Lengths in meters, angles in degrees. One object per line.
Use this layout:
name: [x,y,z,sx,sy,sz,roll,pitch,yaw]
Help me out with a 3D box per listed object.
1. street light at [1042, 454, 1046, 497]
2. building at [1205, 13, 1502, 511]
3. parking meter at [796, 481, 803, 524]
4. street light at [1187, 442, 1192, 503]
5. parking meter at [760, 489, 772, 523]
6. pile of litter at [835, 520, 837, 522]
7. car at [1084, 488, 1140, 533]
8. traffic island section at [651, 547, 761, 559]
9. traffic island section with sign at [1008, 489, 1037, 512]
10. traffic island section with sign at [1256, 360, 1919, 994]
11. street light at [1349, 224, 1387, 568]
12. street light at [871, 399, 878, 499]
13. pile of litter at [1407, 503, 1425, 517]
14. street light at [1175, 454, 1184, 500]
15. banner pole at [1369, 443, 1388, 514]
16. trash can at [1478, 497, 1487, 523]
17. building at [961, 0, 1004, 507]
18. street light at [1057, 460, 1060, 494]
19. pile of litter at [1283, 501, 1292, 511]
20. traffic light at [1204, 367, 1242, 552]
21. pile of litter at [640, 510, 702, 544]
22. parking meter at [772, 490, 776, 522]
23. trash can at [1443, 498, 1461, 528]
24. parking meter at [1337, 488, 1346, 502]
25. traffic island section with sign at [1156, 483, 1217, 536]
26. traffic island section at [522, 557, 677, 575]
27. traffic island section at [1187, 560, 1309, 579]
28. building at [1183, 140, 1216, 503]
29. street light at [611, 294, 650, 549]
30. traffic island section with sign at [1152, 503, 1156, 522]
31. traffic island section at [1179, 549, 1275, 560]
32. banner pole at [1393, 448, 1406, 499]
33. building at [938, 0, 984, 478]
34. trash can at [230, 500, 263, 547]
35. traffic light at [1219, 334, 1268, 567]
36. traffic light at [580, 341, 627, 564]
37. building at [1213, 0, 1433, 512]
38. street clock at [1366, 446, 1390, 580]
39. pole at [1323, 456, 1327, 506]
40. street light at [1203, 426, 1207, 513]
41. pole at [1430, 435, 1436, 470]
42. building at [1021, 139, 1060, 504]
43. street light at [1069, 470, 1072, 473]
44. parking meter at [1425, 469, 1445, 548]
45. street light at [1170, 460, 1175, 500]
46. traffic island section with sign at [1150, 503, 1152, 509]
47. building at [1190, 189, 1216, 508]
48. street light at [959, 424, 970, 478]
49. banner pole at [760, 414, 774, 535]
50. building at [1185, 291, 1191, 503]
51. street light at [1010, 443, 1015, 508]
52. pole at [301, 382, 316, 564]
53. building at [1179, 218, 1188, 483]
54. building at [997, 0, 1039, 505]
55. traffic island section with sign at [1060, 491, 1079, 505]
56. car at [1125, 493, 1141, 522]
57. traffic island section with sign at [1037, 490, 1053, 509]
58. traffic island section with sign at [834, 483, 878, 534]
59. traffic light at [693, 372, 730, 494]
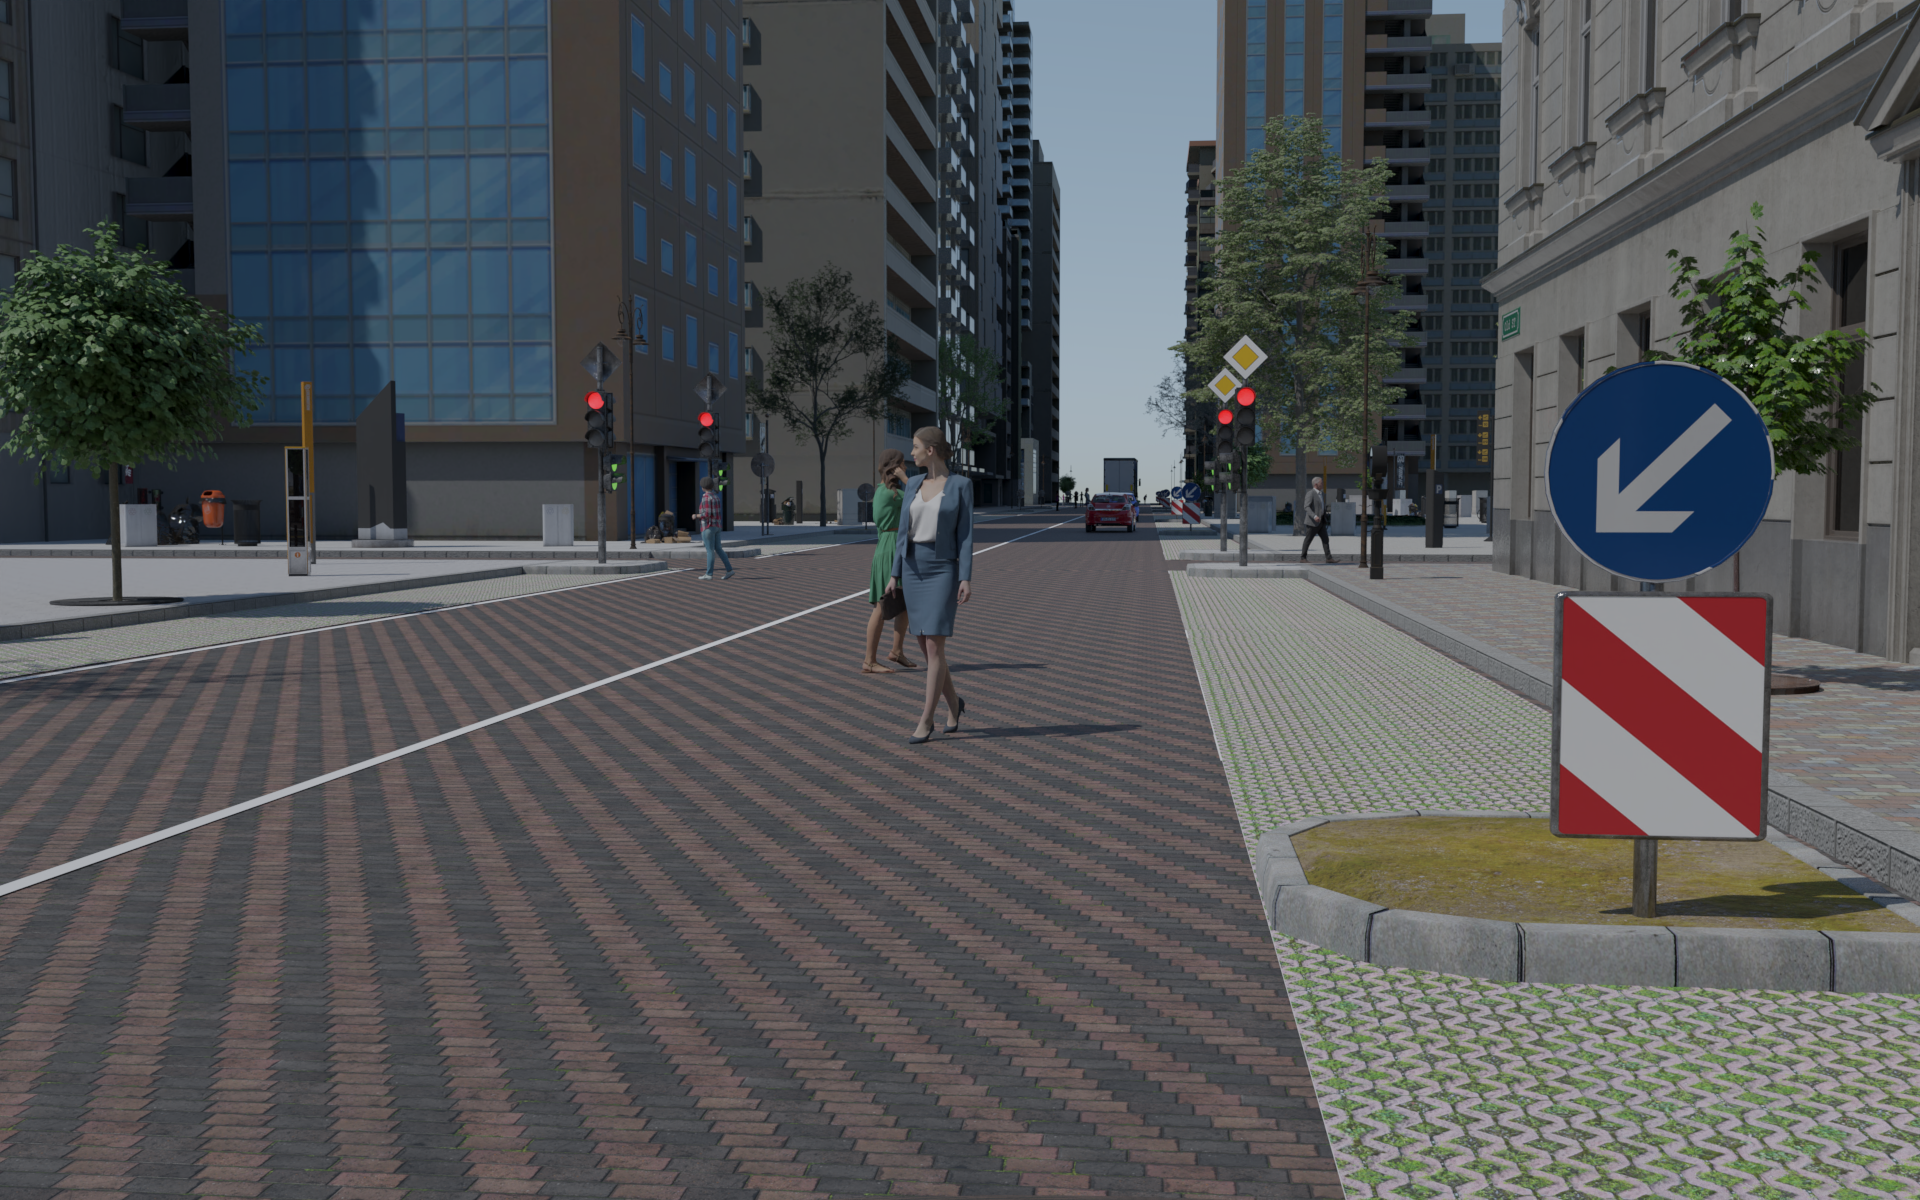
street light: [9.633,-13.878,199.690,0.468,5.910,1.993,0,4,6]
building: [37.013,-27.706,144.879,32.217,40.220,23.993,0,4,6]
parking meter: [-6.963,-4.245,75.116,0.255,1.863,0.399,0,4,0]
street light: [20.150,-10.966,152.086,0.468,5.910,1.993,0,4,6]
parking meter: [-8.715,-4.191,76.938,0.372,1.533,0.369,0,3,0]
pile of litter: [-4.973,-3.942,78.414,1.176,0.858,1.719,-2,4,-33]
car: [5.778,-3.489,66.083,2.155,1.783,4.494,0,4,8]
traffic island section: [-5.766,-1.080,39.933,2.009,0.180,2.903,0,4,6]
traffic island section with sign: [4.907,-7.952,138.642,1.989,1.847,2.006,0,4,6]
traffic island section with sign: [2.057,0.164,5.945,1.989,1.847,2.006,0,4,6]
street light: [7.027,-3.498,29.986,0.468,5.910,1.993,0,4,6]
street light: [-3.819,-6.366,76.877,0.468,5.910,1.993,0,4,6]
pile of litter: [21.259,-4.135,81.570,1.719,0.858,1.176,1,4,18]
street light: [25.136,-13.752,197.625,0.468,5.910,1.993,0,4,6]
banner pole: [18.142,-5.206,75.135,0.863,3.779,0.401,-1,4,-9]
trash can: [23.235,-3.961,76.409,0.748,1.137,0.748,0,3,0]
building: [-10.355,-34.880,159.523,28.713,52.752,27.495,0,4,6]
street light: [13.417,-16.119,236.326,0.468,5.910,1.993,0,4,6]
pile of litter: [19.778,-5.441,102.926,1.176,0.858,1.719,3,5,43]
traffic light: [5.868,-3.036,38.561,0.839,4.253,0.868,0,4,6]
pile of litter: [-7.549,-1.920,45.360,1.719,0.858,1.176,-1,4,-17]
parking meter: [-8.390,-4.215,77.327,0.372,1.533,0.369,0,3,0]
trash can: [18.399,-3.260,64.960,0.748,1.137,0.748,0,3,0]
parking meter: [16.431,-4.052,74.656,0.372,1.533,0.369,0,3,0]
traffic island section with sign: [7.906,-3.154,60.196,1.989,1.847,2.006,0,4,6]
traffic island section: [-6.624,-0.594,31.994,2.009,0.180,2.903,0,4,6]
traffic island section: [5.049,-0.517,30.732,2.009,0.180,2.903,0,4,6]
building: [38.461,-34.001,210.547,22.147,44.769,28.867,0,4,6]
street light: [-7.625,-4.126,40.244,0.468,5.910,1.993,0,4,6]
traffic island section with sign: [10.873,-4.832,87.628,1.989,1.847,2.006,0,4,6]
traffic island section: [5.907,-1.002,38.671,2.009,0.180,2.903,0,4,6]
banner pole: [23.627,-6.327,93.460,0.863,3.779,0.401,-1,4,-12]
building: [-10.783,-31.251,130.556,23.786,49.044,30.456,0,4,6]
trash can: [-17.502,-1.888,42.519,0.748,1.137,0.748,0,3,0]
traffic light: [5.010,-2.551,30.622,0.839,4.253,0.868,0,4,6]
traffic light: [-6.585,-2.626,31.855,0.839,4.253,0.868,0,4,6]
building: [25.876,-29.130,126.393,14.600,45.320,14.200,0,4,6]
street clock: [6.271,-1.311,26.010,0.358,2.002,0.471,0,4,8]
pole: [19.777,-6.118,93.874,0.158,3.312,0.155,0,3,0]
street light: [16.303,-8.726,115.457,0.468,5.910,1.993,0,4,6]
pole: [16.223,-4.012,59.439,0.158,3.312,0.155,0,3,0]
building: [2.707,-37.745,240.827,21.300,48.544,21.600,0,4,6]
street light: [17.494,-18.369,273.119,0.468,5.910,1.993,0,4,6]
parking meter: [11.313,-2.174,41.249,0.399,1.863,0.255,-2,4,-31]
street light: [28.997,-15.997,234.331,0.468,5.910,1.993,0,4,6]
traffic island section with sign: [16.337,-7.924,138.185,1.989,1.847,2.006,0,4,6]
building: [29.682,-24.106,165.829,14.160,30.474,14.107,0,4,6]
street light: [0.175,-8.606,113.490,0.468,5.910,1.993,0,4,6]
banner pole: [-6.052,-3.894,53.689,0.401,3.779,0.863,1,4,15]
building: [37.490,-28.245,233.506,14.160,30.474,14.107,0,4,6]
street light: [4.623,-11.086,154.038,0.468,5.910,1.993,0,4,6]
pole: [-11.870,-2.307,31.557,0.158,3.312,0.155,0,3,0]
building: [44.511,-38.835,254.552,23.786,49.044,30.456,0,4,6]
building: [-1.030,-55.107,213.667,22.319,86.520,31.000,0,4,6]
traffic island section with sign: [13.745,-12.957,220.470,1.989,1.847,2.006,0,4,6]
car: [8.601,-5.021,91.683,1.945,1.707,3.694,0,4,4]
traffic island section with sign: [7.849,-9.613,165.804,1.989,1.847,2.006,0,4,6]
traffic island section with sign: [-3.376,-3.266,62.027,1.989,1.847,2.006,0,4,6]
traffic light: [-5.727,-3.111,39.794,0.839,4.253,0.868,0,4,6]
